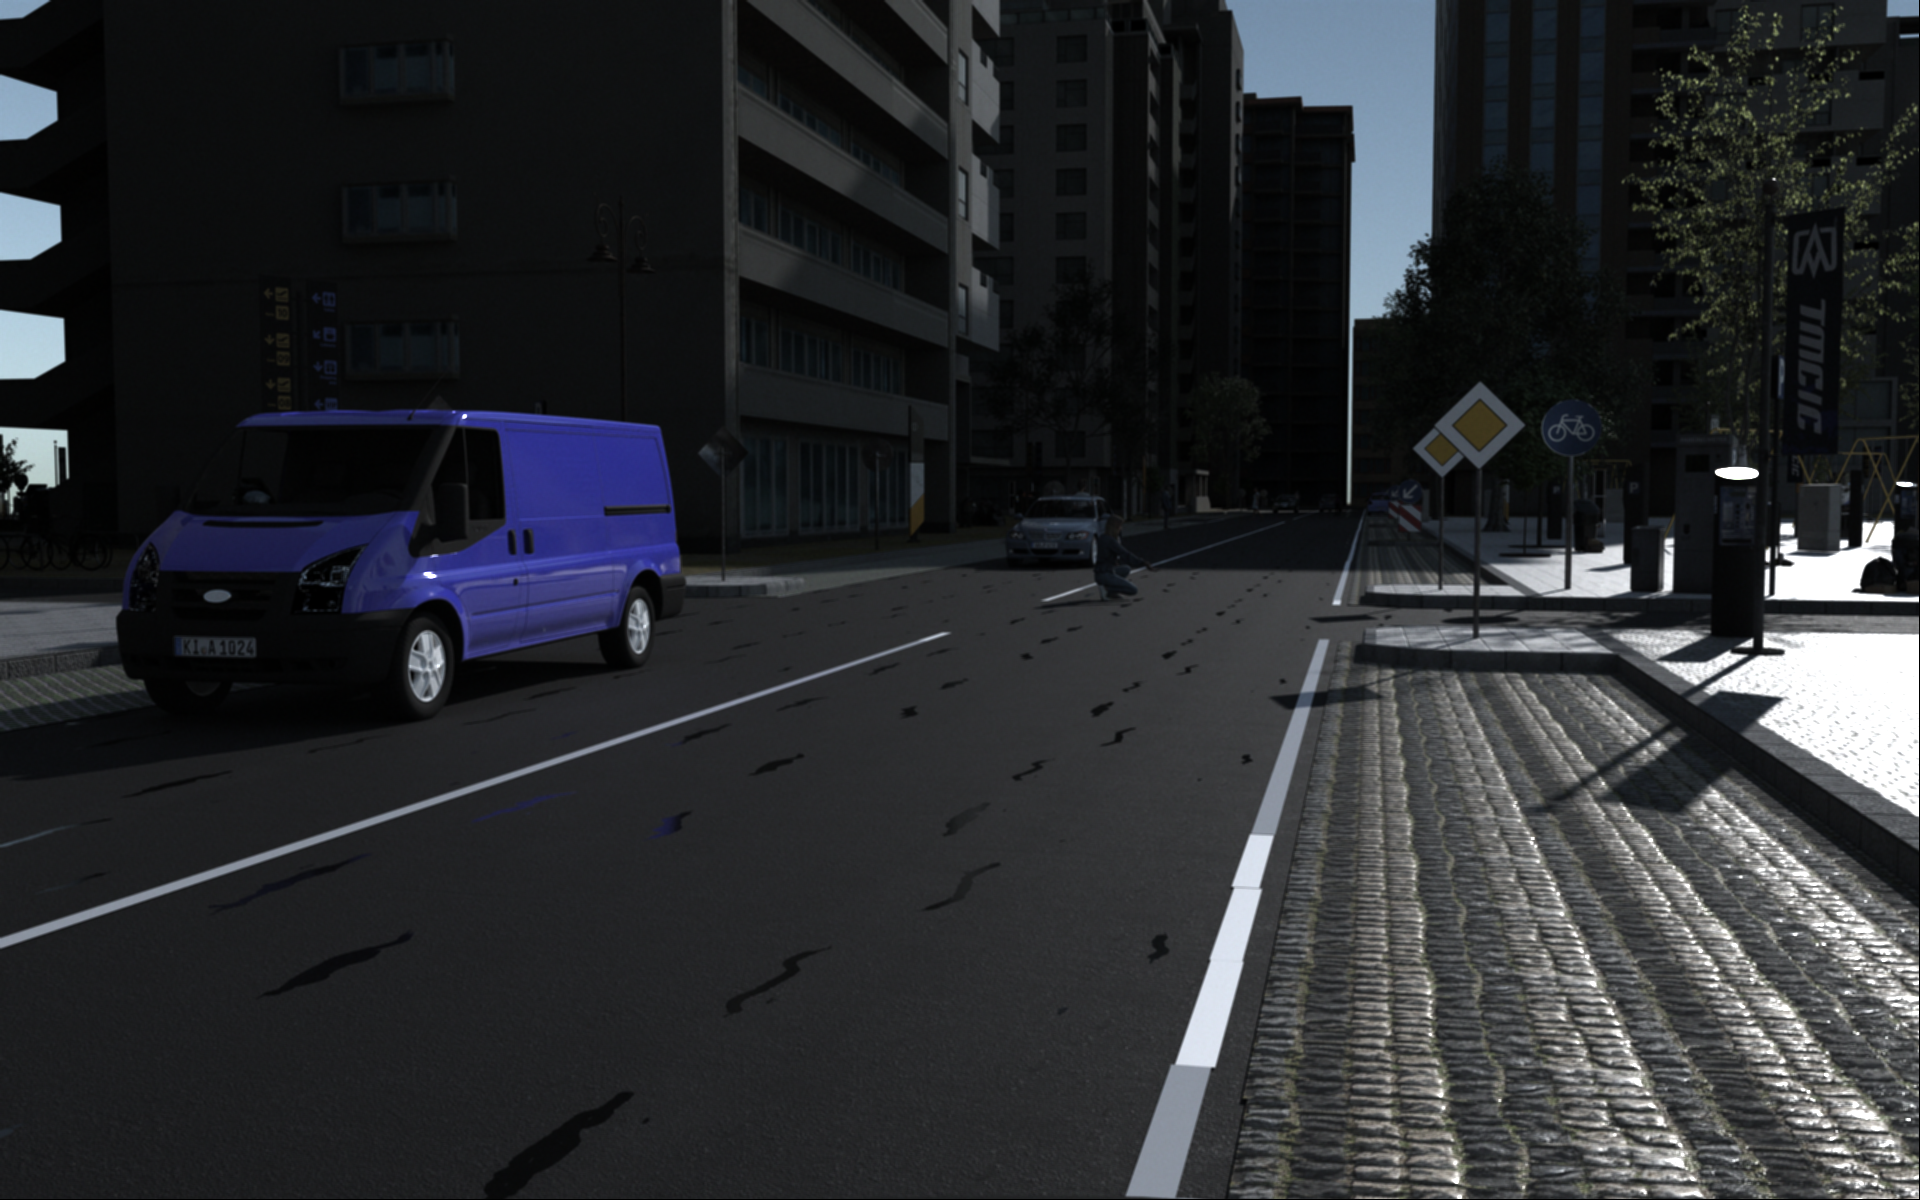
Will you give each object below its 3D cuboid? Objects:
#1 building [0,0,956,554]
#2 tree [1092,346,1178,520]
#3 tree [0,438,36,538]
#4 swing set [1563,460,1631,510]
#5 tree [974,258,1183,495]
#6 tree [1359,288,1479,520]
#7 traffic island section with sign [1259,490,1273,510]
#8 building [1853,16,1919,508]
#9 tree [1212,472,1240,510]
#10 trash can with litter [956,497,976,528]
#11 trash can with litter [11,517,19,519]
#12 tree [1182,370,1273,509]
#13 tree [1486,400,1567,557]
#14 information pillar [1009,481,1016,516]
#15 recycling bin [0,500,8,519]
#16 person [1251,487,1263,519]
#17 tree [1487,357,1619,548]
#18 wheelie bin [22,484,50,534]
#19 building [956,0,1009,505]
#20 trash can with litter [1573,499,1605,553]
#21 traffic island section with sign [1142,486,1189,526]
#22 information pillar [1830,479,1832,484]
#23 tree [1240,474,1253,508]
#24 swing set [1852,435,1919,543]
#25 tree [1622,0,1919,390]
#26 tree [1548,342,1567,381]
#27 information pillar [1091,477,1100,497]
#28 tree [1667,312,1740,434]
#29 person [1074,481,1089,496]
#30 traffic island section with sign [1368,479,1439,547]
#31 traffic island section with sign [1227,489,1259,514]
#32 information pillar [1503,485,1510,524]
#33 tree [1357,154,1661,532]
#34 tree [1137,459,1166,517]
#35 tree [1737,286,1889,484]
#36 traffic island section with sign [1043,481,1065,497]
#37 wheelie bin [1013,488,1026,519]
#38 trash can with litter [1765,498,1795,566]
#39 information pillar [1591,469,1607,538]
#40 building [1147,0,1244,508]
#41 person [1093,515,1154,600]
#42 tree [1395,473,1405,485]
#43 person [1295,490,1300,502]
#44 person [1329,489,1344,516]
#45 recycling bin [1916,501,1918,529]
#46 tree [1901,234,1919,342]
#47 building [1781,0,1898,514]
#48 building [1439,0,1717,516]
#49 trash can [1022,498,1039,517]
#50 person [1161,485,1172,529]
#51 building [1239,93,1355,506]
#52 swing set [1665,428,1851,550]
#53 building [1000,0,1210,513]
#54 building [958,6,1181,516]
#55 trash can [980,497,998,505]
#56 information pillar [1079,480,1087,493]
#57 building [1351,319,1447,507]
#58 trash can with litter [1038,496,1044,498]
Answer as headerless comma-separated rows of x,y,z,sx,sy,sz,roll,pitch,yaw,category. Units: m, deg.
-12.918,-25.952,48.025,21.300,48.544,21.600,1,4,13,building
8.387,-8.265,85.499,4.360,8.622,3.978,0,3,0,tree
-28.660,-3.474,51.403,1.663,3.219,1.824,0,3,0,tree
29.338,-5.026,79.801,3.119,2.851,2.862,0,4,-7,swing set
4.325,-8.228,68.935,8.767,10.594,7.601,-2,4,-35,tree
23.544,-9.773,85.550,9.928,11.665,9.643,0,3,0,tree
26.539,-8.712,151.067,1.989,1.847,2.006,1,4,13,traffic island section with sign
81.561,-28.640,151.852,14.086,41.232,14.154,1,4,13,building
21.119,-8.807,138.596,1.663,3.219,1.824,0,3,0,tree
0.042,-3.320,65.665,1.055,1.170,0.624,-2,4,-32,trash can with litter
-47.490,-4.623,86.644,2.233,1.210,1.678,-2,4,-24,trash can with litter
22.517,-13.417,145.124,9.928,11.665,9.643,0,3,0,tree
11.512,-2.509,35.627,1.663,3.219,1.824,0,3,0,tree
3.010,-5.806,99.417,0.304,2.012,0.304,1,4,18,information pillar
-40.868,-3.728,73.506,0.722,1.027,0.722,-3,5,-41,recycling bin
16.643,-5.414,97.107,0.778,1.811,0.616,1,4,17,person
13.991,-3.537,41.541,4.285,4.588,4.351,0,3,0,tree
-29.218,-2.879,54.974,0.693,1.594,0.980,2,4,25,wheelie bin
-13.471,-30.102,81.408,28.713,52.752,27.495,1,4,13,building
13.964,-1.644,38.262,0.624,1.170,1.055,0,4,-3,trash can with litter
9.350,-4.271,78.461,1.989,1.847,2.006,1,4,13,traffic island section with sign
41.256,-4.727,81.778,0.304,2.012,0.304,0,4,3,information pillar
27.351,-10.391,164.494,1.663,3.219,1.824,0,3,0,tree
25.232,-3.017,46.943,2.862,2.851,3.119,0,4,-3,swing set
12.185,-4.644,26.299,4.360,8.622,3.978,0,3,0,tree
24.221,-7.112,66.649,4.360,8.622,3.978,0,3,0,tree
5.831,-4.296,74.737,0.304,2.012,0.304,-1,4,-10,information pillar
30.896,-7.371,70.885,4.737,8.622,4.395,0,3,0,tree
3.027,-2.038,42.388,0.480,1.755,0.524,1,4,17,person
12.315,-2.402,47.900,1.989,1.847,2.006,1,4,13,traffic island section with sign
20.327,-7.107,124.834,1.989,1.847,2.006,1,4,13,traffic island section with sign
23.226,-5.038,73.719,0.183,3.616,0.504,-1,4,-11,information pillar
18.426,-8.672,58.790,9.611,12.733,9.660,0,3,0,tree
10.584,-6.189,95.796,1.663,3.219,1.824,0,3,0,tree
29.472,-6.667,59.366,4.737,8.622,4.395,0,3,0,tree
2.693,-2.549,50.297,1.989,1.847,2.006,1,4,13,traffic island section with sign
3.089,-4.878,87.656,0.693,1.594,0.980,1,4,13,wheelie bin
14.061,-1.235,31.244,2.233,1.210,1.678,1,4,10,trash can with litter
18.793,-2.836,50.863,0.304,2.012,0.304,2,4,27,information pillar
15.391,-33.084,164.631,21.600,48.544,21.300,1,4,13,building
2.153,-0.588,23.619,0.738,1.151,1.012,-1,4,-11,person
39.502,-9.723,153.577,1.663,3.219,1.824,0,3,0,tree
26.728,-7.832,137.228,0.551,1.740,0.621,3,5,42,person
24.983,-6.463,114.853,1.217,1.739,0.721,-2,4,-28,person
34.476,-3.017,61.882,0.722,1.027,0.722,1,4,12,recycling bin
31.803,-7.667,51.103,9.928,11.665,9.643,0,3,0,tree
48.597,-32.727,124.333,28.713,52.752,27.495,1,4,13,building
37.178,-27.875,105.871,14.600,45.320,14.200,1,4,13,building
3.959,-5.462,100.959,0.748,1.137,0.748,0,3,0,trash can
8.443,-3.800,70.813,0.419,1.800,0.721,1,4,18,person
28.910,-32.919,192.851,28.867,44.769,22.147,1,4,13,building
19.173,-2.708,41.902,3.119,2.851,2.862,-2,4,-33,swing set
1.815,-26.661,127.786,32.217,40.220,23.993,1,4,13,building
5.885,-20.543,107.586,14.160,30.474,14.107,1,4,13,building
1.261,-3.901,75.437,0.748,1.137,0.748,0,3,0,trash can
6.239,-5.118,88.164,0.304,2.012,0.304,-2,4,-28,information pillar
57.772,-21.047,189.159,28.899,21.520,27.650,1,4,13,building
5.427,-5.440,99.996,1.678,1.210,2.233,0,4,-1,trash can with litter
